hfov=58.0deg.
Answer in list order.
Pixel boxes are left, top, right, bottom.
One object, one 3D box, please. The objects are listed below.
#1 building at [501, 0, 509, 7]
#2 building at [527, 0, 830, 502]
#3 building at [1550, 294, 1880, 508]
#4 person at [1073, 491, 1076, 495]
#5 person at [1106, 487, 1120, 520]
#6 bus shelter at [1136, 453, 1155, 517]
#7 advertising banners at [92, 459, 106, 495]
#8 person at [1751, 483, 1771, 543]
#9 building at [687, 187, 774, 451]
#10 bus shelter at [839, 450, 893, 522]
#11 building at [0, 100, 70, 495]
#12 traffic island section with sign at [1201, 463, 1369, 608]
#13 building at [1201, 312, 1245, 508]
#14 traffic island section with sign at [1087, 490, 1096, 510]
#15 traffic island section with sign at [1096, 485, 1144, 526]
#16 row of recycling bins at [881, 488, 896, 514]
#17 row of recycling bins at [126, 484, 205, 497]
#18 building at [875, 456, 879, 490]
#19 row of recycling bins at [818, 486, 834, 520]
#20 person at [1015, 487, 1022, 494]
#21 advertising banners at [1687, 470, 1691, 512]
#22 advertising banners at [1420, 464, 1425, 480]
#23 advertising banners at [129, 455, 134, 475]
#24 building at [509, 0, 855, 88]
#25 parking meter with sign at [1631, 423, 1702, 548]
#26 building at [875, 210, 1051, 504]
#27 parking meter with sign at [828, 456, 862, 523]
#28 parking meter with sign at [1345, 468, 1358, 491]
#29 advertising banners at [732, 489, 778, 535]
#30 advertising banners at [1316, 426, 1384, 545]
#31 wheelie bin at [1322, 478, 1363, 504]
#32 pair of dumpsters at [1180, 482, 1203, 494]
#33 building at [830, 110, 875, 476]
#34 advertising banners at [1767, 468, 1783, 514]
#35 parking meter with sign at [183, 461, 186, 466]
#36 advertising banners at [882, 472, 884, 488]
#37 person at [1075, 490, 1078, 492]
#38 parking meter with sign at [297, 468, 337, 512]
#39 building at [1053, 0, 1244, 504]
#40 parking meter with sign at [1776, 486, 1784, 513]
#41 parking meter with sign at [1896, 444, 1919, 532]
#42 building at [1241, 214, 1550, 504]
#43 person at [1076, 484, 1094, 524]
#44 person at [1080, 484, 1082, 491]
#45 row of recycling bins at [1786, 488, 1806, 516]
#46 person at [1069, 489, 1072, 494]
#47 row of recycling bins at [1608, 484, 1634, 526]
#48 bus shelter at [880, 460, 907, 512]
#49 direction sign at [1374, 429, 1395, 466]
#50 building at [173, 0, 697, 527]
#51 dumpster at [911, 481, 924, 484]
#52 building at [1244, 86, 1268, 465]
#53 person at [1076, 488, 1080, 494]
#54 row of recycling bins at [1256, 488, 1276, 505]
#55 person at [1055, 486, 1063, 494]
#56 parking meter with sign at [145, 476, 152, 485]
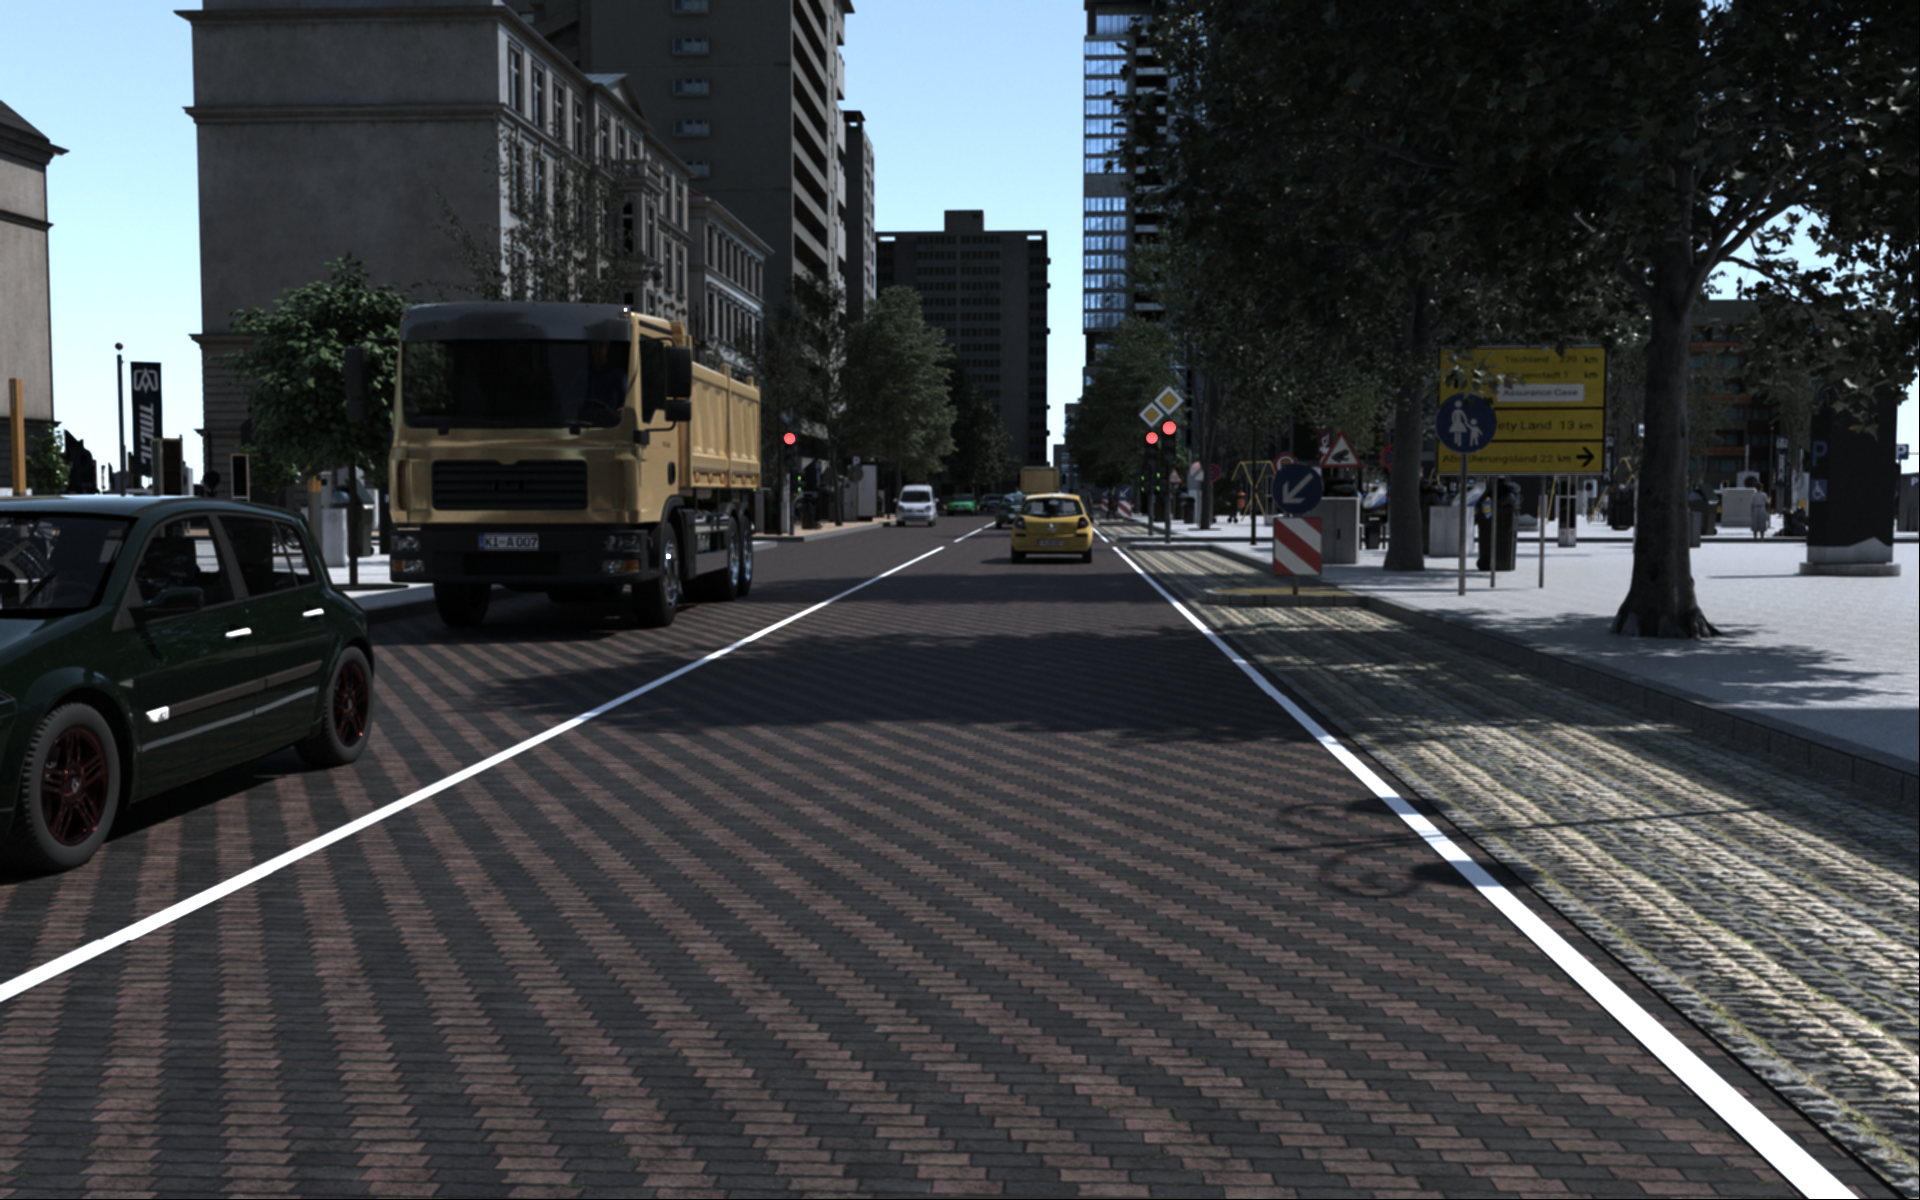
[{"bbox_3d":[-37.788,-39.280,184.225,28.212,58.520,21.231,0,4,3],"label":"building"},{"bbox_3d":[-22.572,-31.581,140.045,21.300,48.544,21.600,0,4,3],"label":"building"},{"bbox_3d":[73.373,-20.261,176.305,28.899,21.520,27.650,0,4,3],"label":"building"},{"bbox_3d":[12.324,-10.949,187.971,0.568,1.767,0.683,-1,4,-13],"label":"person"},{"bbox_3d":[8.523,-5.395,96.492,0.755,1.850,0.659,1,4,14],"label":"person"},{"bbox_3d":[11.278,-6.710,100.989,1.731,3.624,6.357,0,4,3],"label":"bus shelter"},{"bbox_3d":[-43.415,-5.626,88.178,0.090,3.025,2.074,3,4,37],"label":"advertising banners"},{"bbox_3d":[22.573,-2.432,48.827,0.480,1.755,0.524,2,4,35],"label":"person"},{"bbox_3d":[-19.272,-16.791,110.695,11.583,22.565,21.152,0,4,3],"label":"building"},{"bbox_3d":[-4.461,-5.432,82.741,2.014,3.302,5.546,0,4,3],"label":"bus shelter"},{"bbox_3d":[-48.794,-12.643,71.342,19.286,19.102,10.561,0,4,3],"label":"building"},{"bbox_3d":[4.205,-0.861,22.705,1.989,1.847,2.006,0,4,3],"label":"traffic island section with sign"},{"bbox_3d":[39.694,-20.268,176.423,27.650,21.520,28.899,0,4,3],"label":"building"},{"bbox_3d":[8.725,-5.895,105.003,1.989,1.847,2.006,0,4,3],"label":"traffic island section with sign"},{"bbox_3d":[7.212,-4.211,77.484,1.989,1.847,2.006,0,4,3],"label":"traffic island section with sign"},{"bbox_3d":[-4.422,-6.455,112.659,3.534,1.692,1.069,-1,4,-16],"label":"row of recycling bins"},{"bbox_3d":[-31.560,-3.779,68.903,1.069,1.692,3.534,2,4,32],"label":"row of recycling bins"},{"bbox_3d":[-25.515,-39.678,237.978,27.495,52.752,28.713,0,4,3],"label":"building"},{"bbox_3d":[-6.268,-4.904,87.289,1.069,1.692,3.534,1,4,17],"label":"row of recycling bins"},{"bbox_3d":[3.340,-5.559,99.259,0.638,1.841,0.748,-2,4,-23],"label":"person"},{"bbox_3d":[51.741,-7.735,122.647,0.090,3.025,2.074,1,4,8],"label":"advertising banners"},{"bbox_3d":[27.729,-6.450,101.649,2.074,3.025,0.090,3,5,40],"label":"advertising banners"},{"bbox_3d":[-36.763,-5.045,78.674,0.090,3.025,2.074,2,4,29],"label":"advertising banners"},{"bbox_3d":[-25.539,-35.233,165.296,28.713,52.752,27.495,0,4,3],"label":"building"},{"bbox_3d":[17.162,-2.798,42.012,0.543,3.016,1.738,-2,4,-30],"label":"parking meter with sign"},{"bbox_3d":[0.492,-33.501,239.627,23.993,40.220,32.217,0,4,3],"label":"building"},{"bbox_3d":[-5.225,-5.033,78.553,0.543,3.016,1.738,3,5,39],"label":"parking meter with sign"},{"bbox_3d":[20.688,-5.669,88.946,1.738,3.016,0.543,2,4,25],"label":"parking meter with sign"},{"bbox_3d":[-6.705,-3.590,54.885,2.074,3.025,0.090,0,4,5],"label":"advertising banners"},{"bbox_3d":[9.995,-2.956,44.521,0.090,3.025,2.074,-3,5,-44],"label":"advertising banners"},{"bbox_3d":[7.544,-1.618,34.355,0.980,1.594,0.693,-1,4,-13],"label":"wheelie bin"},{"bbox_3d":[13.379,-5.897,98.915,1.574,2.255,4.437,0,4,3],"label":"pair of dumpsters"},{"bbox_3d":[-16.472,-30.803,187.222,14.086,41.232,14.154,0,4,3],"label":"building"},{"bbox_3d":[54.989,-7.473,118.377,2.074,3.025,0.090,0,4,-1],"label":"advertising banners"},{"bbox_3d":[-41.350,-5.863,92.123,0.543,3.016,1.738,-1,4,-18],"label":"parking meter with sign"},{"bbox_3d":[-5.056,-7.330,116.030,0.090,3.025,2.074,-1,4,-9],"label":"advertising banners"},{"bbox_3d":[10.093,-8.655,150.014,0.705,1.822,1.348,1,4,14],"label":"person"},{"bbox_3d":[-21.325,-3.756,57.668,0.543,3.016,1.738,1,4,18],"label":"parking meter with sign"},{"bbox_3d":[28.048,-56.141,230.574,31.000,86.520,22.319,0,4,3],"label":"building"},{"bbox_3d":[54.287,-7.239,114.619,0.543,3.016,1.738,1,4,21],"label":"parking meter with sign"},{"bbox_3d":[32.564,-3.861,59.390,0.543,3.016,1.738,0,4,5],"label":"parking meter with sign"},{"bbox_3d":[33.820,-42.695,136.307,20.563,71.187,20.611,0,4,3],"label":"building"},{"bbox_3d":[4.536,-3.328,63.011,0.694,1.812,0.767,1,4,11],"label":"person"},{"bbox_3d":[4.806,-3.751,69.682,0.795,1.843,0.661,1,4,16],"label":"person"},{"bbox_3d":[50.777,-5.833,102.485,3.534,1.692,1.069,3,5,41],"label":"row of recycling bins"},{"bbox_3d":[9.287,-8.437,146.076,0.705,1.869,1.348,2,4,32],"label":"person"},{"bbox_3d":[27.209,-3.814,69.476,1.069,1.692,3.534,-1,4,-10],"label":"row of recycling bins"},{"bbox_3d":[-4.539,-8.049,122.884,1.731,3.624,6.357,0,4,3],"label":"bus shelter"},{"bbox_3d":[14.782,-4.157,59.971,0.876,3.537,0.379,2,4,24],"label":"direction sign"},{"bbox_3d":[-21.596,-16.131,82.831,14.460,24.649,34.723,0,4,3],"label":"building"},{"bbox_3d":[-3.035,-7.183,119.939,1.502,2.255,1.985,0,4,3],"label":"dumpster"},{"bbox_3d":[32.423,-28.816,154.735,14.154,41.232,14.086,0,4,3],"label":"building"},{"bbox_3d":[7.751,-6.348,111.659,0.648,1.900,0.474,-3,5,-40],"label":"person"},{"bbox_3d":[22.143,-6.942,120.615,3.534,1.692,1.069,0,4,7],"label":"row of recycling bins"},{"bbox_3d":[4.794,-4.626,84.164,0.581,1.822,0.654,0,4,6],"label":"person"},{"bbox_3d":[-57.936,-7.874,125.000,1.738,3.016,0.543,2,4,27],"label":"parking meter with sign"}]
